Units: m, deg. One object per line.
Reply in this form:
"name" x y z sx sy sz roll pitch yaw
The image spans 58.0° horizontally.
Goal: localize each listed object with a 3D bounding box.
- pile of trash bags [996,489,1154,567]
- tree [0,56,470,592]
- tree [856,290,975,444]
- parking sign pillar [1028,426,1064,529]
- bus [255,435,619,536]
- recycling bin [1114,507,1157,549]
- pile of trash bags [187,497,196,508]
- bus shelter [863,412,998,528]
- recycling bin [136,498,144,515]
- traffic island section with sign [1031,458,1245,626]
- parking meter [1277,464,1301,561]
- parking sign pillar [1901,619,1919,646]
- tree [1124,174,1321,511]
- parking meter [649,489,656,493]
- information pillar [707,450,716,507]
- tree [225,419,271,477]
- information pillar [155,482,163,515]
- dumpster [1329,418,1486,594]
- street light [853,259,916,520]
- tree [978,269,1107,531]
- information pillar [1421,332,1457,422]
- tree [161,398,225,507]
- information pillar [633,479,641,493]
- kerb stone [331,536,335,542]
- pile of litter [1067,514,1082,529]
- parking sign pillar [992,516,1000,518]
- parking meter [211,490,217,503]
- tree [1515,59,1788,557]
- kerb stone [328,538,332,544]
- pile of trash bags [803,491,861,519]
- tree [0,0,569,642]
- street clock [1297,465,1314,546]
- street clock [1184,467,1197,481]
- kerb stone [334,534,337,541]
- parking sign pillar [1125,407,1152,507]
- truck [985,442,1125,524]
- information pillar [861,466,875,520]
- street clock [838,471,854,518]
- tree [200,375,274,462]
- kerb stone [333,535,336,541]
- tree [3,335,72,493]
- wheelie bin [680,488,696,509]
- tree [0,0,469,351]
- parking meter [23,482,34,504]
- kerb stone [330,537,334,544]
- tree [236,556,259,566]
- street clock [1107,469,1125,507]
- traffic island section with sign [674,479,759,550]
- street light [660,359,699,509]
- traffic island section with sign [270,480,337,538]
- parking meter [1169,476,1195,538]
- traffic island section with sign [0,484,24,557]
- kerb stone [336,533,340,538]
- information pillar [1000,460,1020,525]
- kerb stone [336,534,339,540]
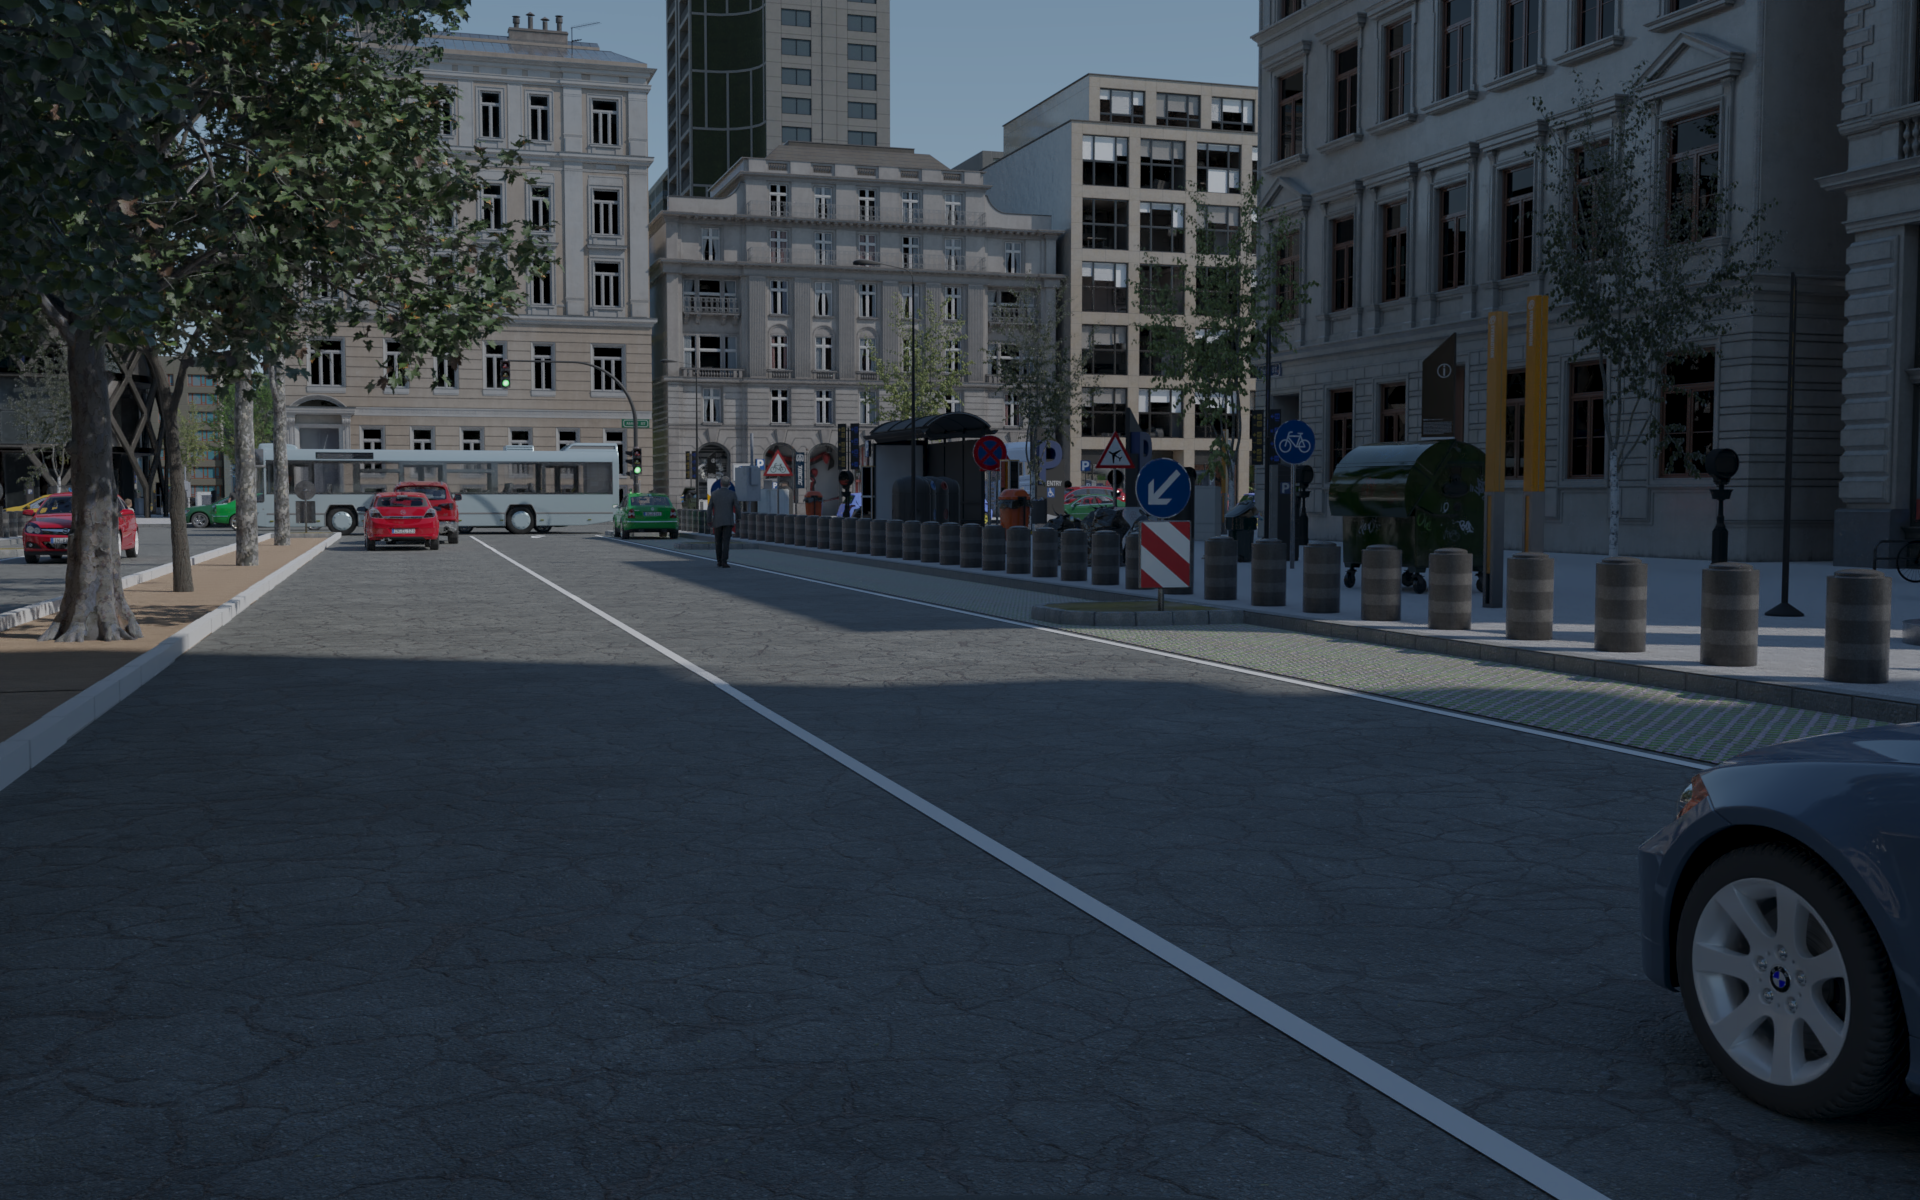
"pile of trash bags" 2.058 -1.295 30.924 3.447 1.369 1.912 -3 4 -39
"tree" -11.393 -5.405 25.236 8.767 10.594 7.601 -1 4 -18
"tree" -1.420 -6.812 61.733 4.737 8.622 4.395 0 3 0
"parking sign pillar" 3.158 -4.538 62.674 1.447 3.967 1.447 -3 4 -37
"bus" -18.951 -4.073 61.448 13.247 3.499 2.948 -1 4 -19
"recycling bin" 3.353 -1.286 33.586 0.722 1.027 0.722 -1 4 -22
"pile of trash bags" -60.619 -7.749 136.450 3.447 1.369 1.912 0 4 -5
"bus shelter" -0.858 -3.135 45.189 2.014 3.302 5.546 -1 4 -18
"recycling bin" -50.168 -5.696 105.685 0.722 1.027 0.722 1 4 15
"traffic island section with sign" 1.889 -0.672 19.623 1.989 1.847 2.006 -1 4 -18
"parking meter" 6.304 -1.680 33.174 0.399 1.863 0.255 3 5 39
"parking sign pillar" 8.814 -1.597 14.580 1.447 3.967 1.447 0 4 7
"tree" 5.952 -5.440 39.308 4.737 8.622 4.395 0 3 0
"parking meter" -15.944 -4.974 89.740 0.372 1.533 0.369 0 3 0
"information pillar" -13.292 -6.205 92.806 0.504 3.616 0.183 -1 4 -23
"tree" -64.102 -12.588 156.180 4.737 8.622 4.395 0 3 0
"information pillar" -49.092 -6.219 106.166 0.304 2.012 0.304 0 4 -5
"dumpster" 6.043 -1.255 23.021 1.502 2.255 1.985 -1 4 -18
"street light" -1.451 -3.792 34.545 1.470 5.913 1.316 -1 4 -18
"tree" 2.665 -6.572 57.807 4.360 8.622 3.978 0 3 0
"information pillar" 6.972 -2.072 25.230 0.504 3.616 0.183 2 4 32
"tree" -59.045 -11.129 132.323 4.737 8.622 4.395 0 3 0
"information pillar" -15.832 -4.916 84.861 0.304 2.012 0.304 0 4 3
"kerb stone" -18.039 -1.671 49.548 0.120 0.150 1.000 -1 4 -18
"pile of litter" 2.653 -1.436 37.445 1.176 0.858 1.719 -1 4 -9
"parking sign pillar" 2.300 -6.506 94.846 1.447 3.967 1.447 0 4 -4
"parking meter" -48.894 -6.429 113.524 0.372 1.533 0.369 0 3 0
"tree" 11.490 -4.856 29.762 4.360 8.622 3.978 0 3 0
"kerb stone" -17.408 -1.554 47.598 0.120 0.150 1.000 -1 4 -18
"pile of trash bags" -2.978 -2.577 51.888 3.447 1.369 1.912 -1 4 -11
"tree" -8.585 -5.957 16.858 9.611 12.733 9.660 0 3 0
"street clock" 8.577 -2.363 43.209 0.471 2.002 0.358 -3 4 -37
"street clock" 5.996 -2.520 45.779 0.471 2.002 0.358 -2 4 -29
"kerb stone" -18.674 -1.789 51.509 0.120 0.150 1.000 -1 4 -18
"parking sign pillar" 5.629 -4.036 54.466 1.447 3.967 1.447 2 4 27
"truck" 9.774 -5.925 86.632 18.799 4.110 2.967 -1 4 -17
"information pillar" -2.378 -2.473 44.930 0.304 2.012 0.304 1 4 12
"street clock" -3.537 -3.016 53.879 0.471 2.002 0.358 3 5 40
"tree" -60.133 -13.524 146.872 9.928 11.665 9.643 0 3 0
"kerb stone" -18.359 -1.733 50.531 0.120 0.150 1.000 -1 4 -18
"tree" -39.634 -7.679 75.912 4.360 8.622 3.978 0 3 0
"wheelie bin" -13.077 -4.658 84.065 0.980 1.594 0.693 -3 5 -45
"tree" -5.955 -6.009 7.352 9.857 13.997 8.962 0 3 0
"parking meter" -45.298 -4.804 84.258 0.255 1.863 0.399 3 4 37
"kerb stone" -17.723 -1.612 48.573 0.120 0.150 1.000 -1 4 -18
"tree" -15.599 -10.761 34.292 12.611 20.169 13.585 0 3 0
"street clock" 4.568 -2.826 50.778 0.471 2.002 0.358 1 4 19
"traffic island section with sign" -6.426 -2.242 45.292 1.989 1.847 2.006 -1 4 -18
"street light" -9.642 -5.346 59.949 1.470 5.913 1.316 -1 4 -18
"traffic island section with sign" -21.553 -2.985 56.948 2.006 1.907 1.989 -1 4 -18
"parking meter" 3.192 -1.012 24.963 0.372 1.533 0.369 0 3 0
"traffic island section with sign" -22.632 -1.933 40.236 1.989 1.847 2.006 -1 4 -18
"kerb stone" -19.305 -1.912 53.461 0.120 0.150 1.000 -1 4 -18
"information pillar" 1.059 -1.988 36.993 0.304 2.012 0.304 -3 5 -40
"kerb stone" -18.989 -1.850 52.484 0.120 0.150 1.000 -1 4 -18
